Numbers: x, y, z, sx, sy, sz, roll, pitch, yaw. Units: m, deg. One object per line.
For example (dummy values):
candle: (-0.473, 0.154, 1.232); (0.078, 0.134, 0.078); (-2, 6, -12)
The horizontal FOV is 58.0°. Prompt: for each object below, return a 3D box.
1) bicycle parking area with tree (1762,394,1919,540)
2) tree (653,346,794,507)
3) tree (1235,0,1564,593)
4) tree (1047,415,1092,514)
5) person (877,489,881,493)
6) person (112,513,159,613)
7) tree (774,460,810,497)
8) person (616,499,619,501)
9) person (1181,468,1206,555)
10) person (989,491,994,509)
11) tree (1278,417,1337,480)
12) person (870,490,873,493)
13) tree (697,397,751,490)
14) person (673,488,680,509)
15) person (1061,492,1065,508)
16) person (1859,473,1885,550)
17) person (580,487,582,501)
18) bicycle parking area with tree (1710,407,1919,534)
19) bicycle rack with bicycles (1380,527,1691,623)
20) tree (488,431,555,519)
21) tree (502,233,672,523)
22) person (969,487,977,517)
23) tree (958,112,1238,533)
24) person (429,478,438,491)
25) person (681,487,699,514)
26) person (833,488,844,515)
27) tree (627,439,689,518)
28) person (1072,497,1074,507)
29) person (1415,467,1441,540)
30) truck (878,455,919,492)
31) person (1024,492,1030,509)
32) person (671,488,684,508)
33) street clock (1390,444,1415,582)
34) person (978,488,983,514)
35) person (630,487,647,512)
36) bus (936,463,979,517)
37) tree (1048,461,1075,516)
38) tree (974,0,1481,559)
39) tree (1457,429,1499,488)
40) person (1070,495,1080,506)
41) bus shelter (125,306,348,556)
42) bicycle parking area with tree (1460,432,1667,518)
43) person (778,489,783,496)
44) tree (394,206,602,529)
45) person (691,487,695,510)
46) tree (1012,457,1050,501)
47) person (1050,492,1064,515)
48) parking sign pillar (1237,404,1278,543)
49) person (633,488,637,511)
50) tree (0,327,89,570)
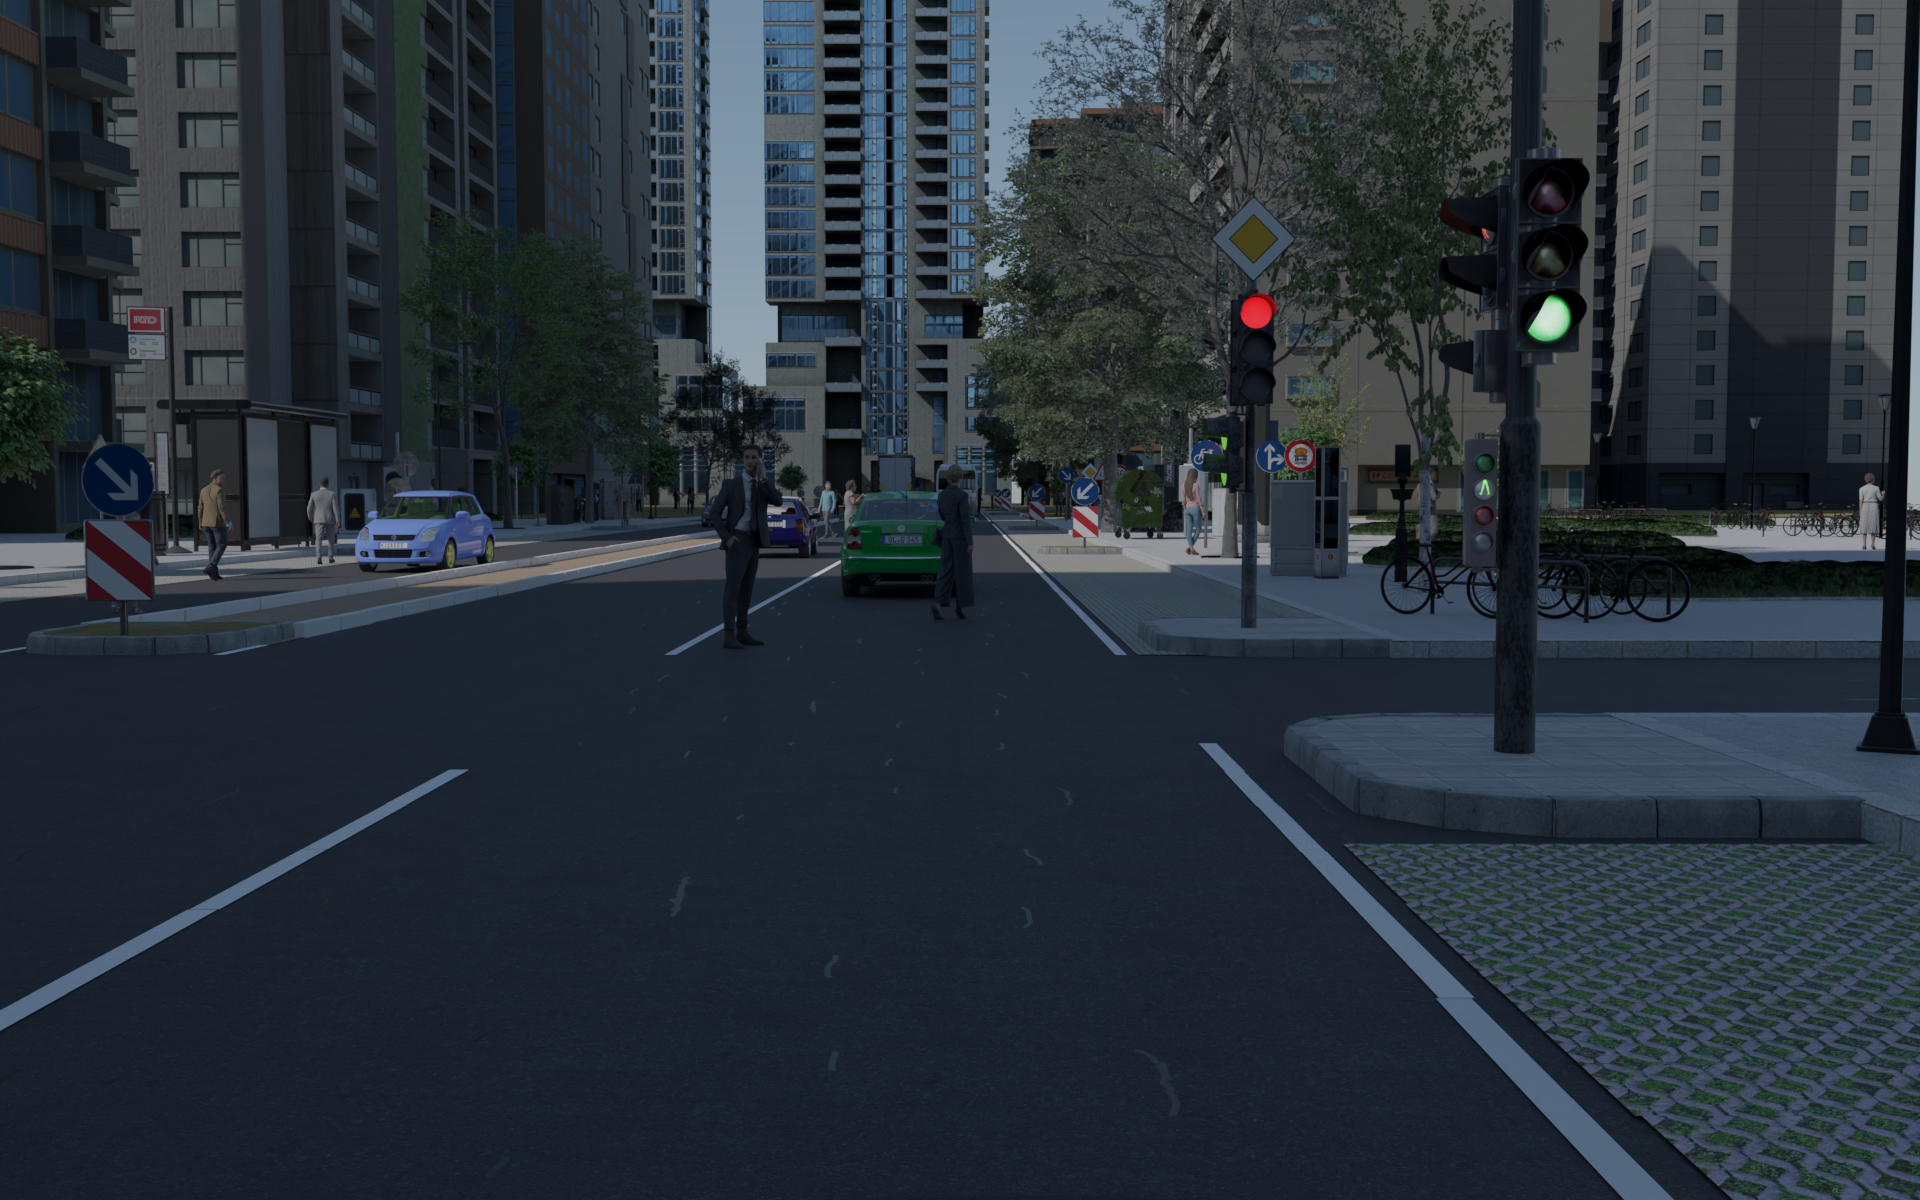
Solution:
bicycle parking area with tree: (28.740, -3.926, 51.186); (8.231, 4.147, 9.016); (-1, 4, -22)
tree: (-15.866, -10.700, 109.350); (7.601, 10.594, 8.767); (3, 5, 40)
tree: (5.817, -4.397, 22.258); (4.737, 8.622, 4.395); (0, 3, 0)
tree: (6.382, -9.808, 110.724); (4.737, 8.622, 4.395); (0, 3, 0)
person: (-4.958, -6.067, 108.480); (0.721, 1.735, 1.217); (-1, 4, -17)
person: (-9.992, -0.456, 20.978); (0.382, 1.210, 0.505); (3, 5, 41)
tree: (-16.182, -11.207, 166.940); (4.285, 4.588, 4.351); (0, 3, 0)
person: (-25.344, -7.515, 128.783); (0.599, 1.838, 0.709); (-1, 4, -23)
person: (4.912, -1.853, 36.346); (0.555, 1.821, 0.388); (2, 4, 35)
person: (2.756, -8.767, 152.635); (0.742, 1.727, 0.445); (3, 5, 43)
tree: (14.562, -5.488, 73.436); (4.285, 4.588, 4.351); (0, 3, 0)
person: (-7.202, -7.927, 138.820); (0.721, 1.735, 1.217); (-3, 4, -39)
tree: (-16.561, -10.525, 122.449); (4.360, 8.622, 3.978); (0, 3, 0)
person: (-24.333, -8.705, 148.393); (0.705, 1.821, 1.348); (-2, 4, -28)
person: (9.577, -9.368, 160.154); (0.756, 1.711, 0.436); (0, 4, 3)
person: (20.977, -2.033, 39.856); (0.480, 1.755, 0.524); (3, 5, 39)
person: (-25.130, -6.667, 115.490); (0.683, 1.767, 0.568); (2, 4, 24)
bicycle parking area with tree: (31.812, -4.692, 63.717); (8.231, 4.147, 9.016); (1, 4, 17)
bicycle rack with bicycles: (6.314, -0.299, 18.274); (2.852, 0.926, 2.925); (-3, 5, -41)
tree: (-22.830, -6.483, 89.715); (4.285, 4.588, 4.351); (0, 3, 0)
tree: (-16.765, -9.667, 76.182); (7.486, 12.596, 7.792); (0, 3, 0)
person: (0.646, -4.899, 88.832); (0.478, 1.798, 0.641); (0, 4, -1)
tree: (4.909, -9.211, 57.253); (9.857, 13.997, 8.962); (0, 3, 0)
person: (-17.784, -3.209, 58.520); (0.388, 1.821, 0.555); (1, 4, 16)
person: (-17.544, -6.458, 112.354); (1.217, 1.735, 0.721); (-1, 4, -21)
person: (-8.362, -6.620, 116.747); (1.348, 1.823, 0.705); (2, 4, 26)
tree: (-16.167, -6.648, 92.415); (4.285, 4.588, 4.351); (0, 3, 0)
person: (9.644, -8.613, 146.492); (0.705, 1.869, 1.348); (1, 4, 22)
person: (9.510, -1.789, 35.258); (0.822, 1.834, 0.622); (-2, 4, -32)
truck: (-4.601, -8.549, 128.683); (2.839, 4.237, 11.283); (0, 3, 0)
person: (6.151, -8.940, 152.949); (1.217, 1.736, 0.721); (2, 4, 27)
person: (-26.460, -9.558, 162.414); (1.348, 1.812, 0.705); (-2, 4, -33)
street clock: (6.443, -1.265, 25.253); (0.358, 2.002, 0.471); (1, 4, 14)
person: (1.461, -7.313, 127.694); (0.705, 1.869, 1.348); (1, 4, 13)
person: (-23.166, -7.276, 124.994); (1.348, 1.826, 0.705); (1, 4, 14)
bus: (-0.176, -7.228, 113.043); (2.948, 3.499, 13.247); (0, 4, 0)
tree: (5.552, -6.424, 99.636); (1.663, 3.219, 1.824); (0, 3, 0)
tree: (5.459, -7.572, 34.179); (12.009, 13.543, 11.850); (0, 3, 0)
tree: (26.707, -6.340, 87.377); (4.285, 4.588, 4.351); (0, 3, 0)
person: (8.213, -7.082, 122.774); (0.756, 1.711, 0.436); (1, 4, 22)
bus shelter: (-16.696, -3.801, 39.786); (2.179, 5.291, 8.768); (0, 4, 0)
bicycle parking area with tree: (27.479, -5.634, 79.119); (8.231, 4.147, 9.016); (-2, 4, -24)
person: (-15.613, -8.760, 149.791); (0.617, 1.759, 0.750); (0, 4, -7)
tree: (-16.765, -8.421, 63.431); (9.928, 11.665, 9.643); (0, 3, 0)
person: (-21.795, -8.286, 141.539); (0.705, 1.822, 1.348); (0, 4, -4)
tree: (5.495, -9.321, 136.107); (4.285, 4.588, 4.351); (0, 3, 0)
person: (5.803, -5.969, 104.168); (0.617, 1.759, 0.750); (3, 5, 45)
parking sign pillar: (7.911, -3.518, 45.994); (1.447, 3.967, 1.447); (-2, 4, -24)
person: (-24.936, -7.767, 133.742); (0.721, 1.735, 1.217); (-3, 5, -40)
tree: (-16.626, -2.807, 29.610); (4.285, 4.588, 4.351); (0, 3, 0)
